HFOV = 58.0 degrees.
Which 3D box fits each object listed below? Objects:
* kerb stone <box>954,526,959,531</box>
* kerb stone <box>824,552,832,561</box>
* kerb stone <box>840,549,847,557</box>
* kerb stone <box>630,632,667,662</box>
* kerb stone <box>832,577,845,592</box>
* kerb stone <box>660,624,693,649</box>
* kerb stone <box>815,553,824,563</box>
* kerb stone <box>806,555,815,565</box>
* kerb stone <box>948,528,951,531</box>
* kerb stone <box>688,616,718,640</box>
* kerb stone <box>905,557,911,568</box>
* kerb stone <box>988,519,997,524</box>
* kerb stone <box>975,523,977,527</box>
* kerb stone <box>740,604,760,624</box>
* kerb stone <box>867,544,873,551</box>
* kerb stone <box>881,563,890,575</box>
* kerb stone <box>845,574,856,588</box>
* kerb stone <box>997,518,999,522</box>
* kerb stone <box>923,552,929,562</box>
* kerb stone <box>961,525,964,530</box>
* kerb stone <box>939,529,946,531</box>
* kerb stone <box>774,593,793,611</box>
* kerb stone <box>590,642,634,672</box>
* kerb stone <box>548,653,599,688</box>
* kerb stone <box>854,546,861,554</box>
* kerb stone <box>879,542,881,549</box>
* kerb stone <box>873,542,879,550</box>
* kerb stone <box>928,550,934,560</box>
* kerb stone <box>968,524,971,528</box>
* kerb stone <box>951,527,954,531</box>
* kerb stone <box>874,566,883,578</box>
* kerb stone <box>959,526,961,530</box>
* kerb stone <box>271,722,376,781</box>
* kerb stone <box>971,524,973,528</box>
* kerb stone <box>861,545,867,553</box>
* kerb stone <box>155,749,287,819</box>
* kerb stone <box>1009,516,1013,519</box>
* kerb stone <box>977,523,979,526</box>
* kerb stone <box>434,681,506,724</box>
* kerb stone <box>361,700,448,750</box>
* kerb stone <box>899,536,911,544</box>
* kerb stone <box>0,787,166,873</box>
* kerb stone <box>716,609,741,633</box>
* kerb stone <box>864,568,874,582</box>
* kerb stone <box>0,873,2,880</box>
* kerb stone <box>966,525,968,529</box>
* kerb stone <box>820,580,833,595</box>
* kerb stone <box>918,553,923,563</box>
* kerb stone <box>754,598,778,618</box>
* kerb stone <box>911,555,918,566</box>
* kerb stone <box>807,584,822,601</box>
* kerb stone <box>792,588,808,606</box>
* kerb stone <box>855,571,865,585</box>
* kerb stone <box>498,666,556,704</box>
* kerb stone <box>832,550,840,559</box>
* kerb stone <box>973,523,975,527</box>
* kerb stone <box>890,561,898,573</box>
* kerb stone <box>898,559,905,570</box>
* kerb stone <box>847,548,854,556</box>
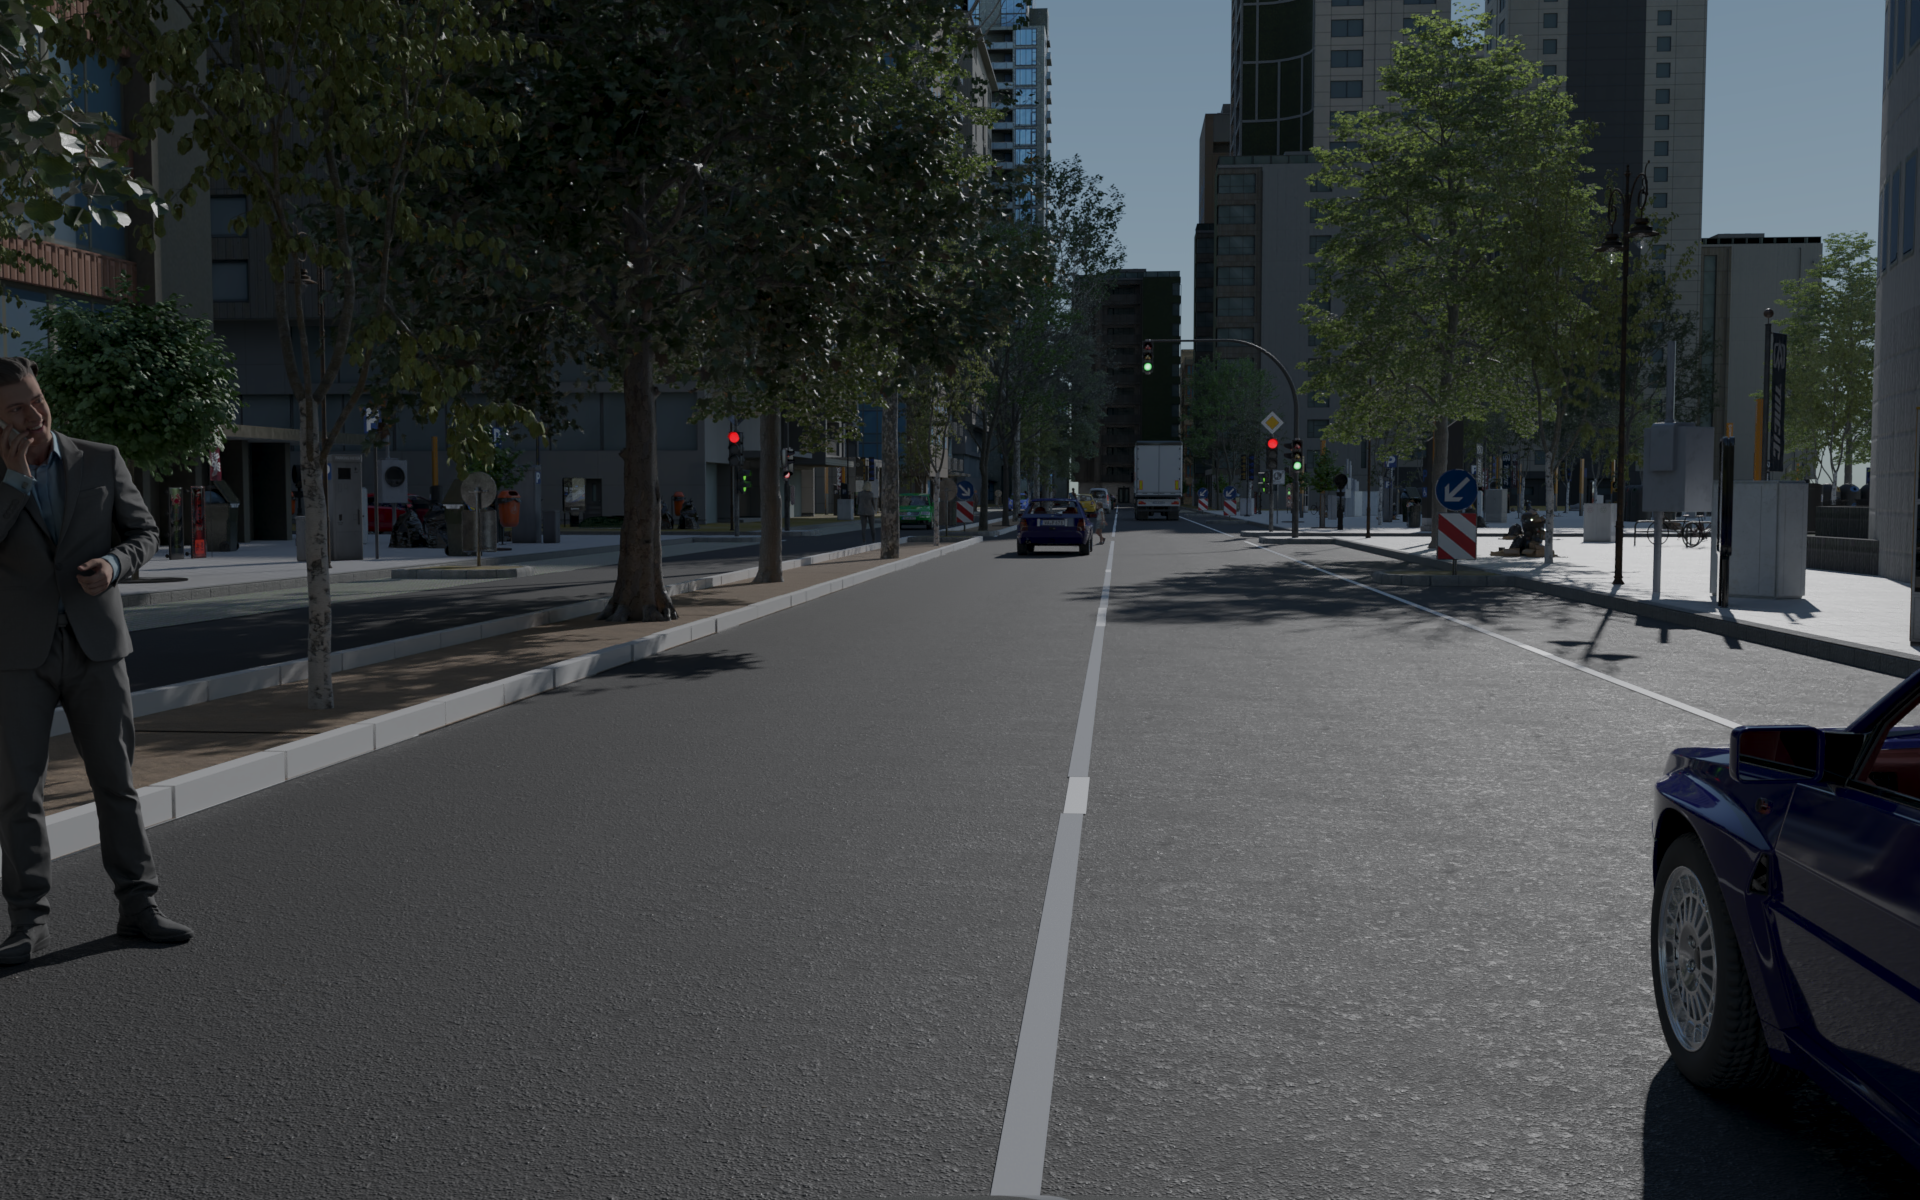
[{"bbox_3d":[-0.250,-2.680,66.022,0.120,0.150,1.000,0,4,5],"label":"kerb stone"},{"bbox_3d":[-2.929,-0.901,36.931,0.120,0.150,1.000,0,4,5],"label":"kerb stone"},{"bbox_3d":[-2.747,-1.027,38.983,0.120,0.150,1.000,0,4,5],"label":"kerb stone"},{"bbox_3d":[-2.800,0.424,15.302,0.120,0.150,1.000,0,4,5],"label":"kerb stone"},{"bbox_3d":[-1.874,-0.203,25.512,0.120,0.150,1.000,0,4,5],"label":"kerb stone"},{"bbox_3d":[-2.720,0.359,16.329,0.120,0.150,1.000,0,4,5],"label":"kerb stone"},{"bbox_3d":[-3.017,-0.839,35.913,0.120,0.150,1.000,0,4,5],"label":"kerb stone"},{"bbox_3d":[-3.120,-0.777,34.896,0.120,0.150,1.000,0,4,5],"label":"kerb stone"},{"bbox_3d":[-0.535,-2.493,62.953,0.120,0.150,1.000,0,4,5],"label":"kerb stone"},{"bbox_3d":[-2.623,0.297,17.348,0.120,0.150,1.000,0,4,5],"label":"kerb stone"},{"bbox_3d":[-1.113,-0.699,33.686,0.120,0.150,1.000,0,4,5],"label":"kerb stone"},{"bbox_3d":[1.637,-3.929,86.458,0.120,0.150,1.000,0,4,5],"label":"kerb stone"},{"bbox_3d":[0.507,-3.179,74.197,0.120,0.150,1.000,0,4,5],"label":"kerb stone"},{"bbox_3d":[-2.431,0.179,19.388,0.120,0.150,1.000,0,4,5],"label":"kerb stone"},{"bbox_3d":[-2.365,-1.276,43.064,0.120,0.150,1.000,0,4,5],"label":"kerb stone"},{"bbox_3d":[-1.400,-0.515,30.614,0.120,0.150,1.000,0,4,5],"label":"kerb stone"},{"bbox_3d":[-1.773,-0.266,26.537,0.120,0.150,1.000,0,4,5],"label":"kerb stone"},{"bbox_3d":[1.724,-3.993,87.481,0.120,0.150,1.000,0,4,5],"label":"kerb stone"},{"bbox_3d":[-0.831,-0.890,36.746,0.120,0.150,1.000,0,4,5],"label":"kerb stone"},{"bbox_3d":[-0.060,-2.806,68.067,0.120,0.150,1.000,0,4,5],"label":"kerb stone"},{"bbox_3d":[-0.619,-2.431,61.935,0.120,0.150,1.000,0,4,5],"label":"kerb stone"},{"bbox_3d":[-2.250,0.046,21.436,0.120,0.150,1.000,0,4,5],"label":"kerb stone"},{"bbox_3d":[-2.911,0.485,14.274,0.120,0.150,1.000,0,4,5],"label":"kerb stone"},{"bbox_3d":[-2.991,0.547,13.255,0.120,0.150,1.000,0,4,5],"label":"kerb stone"},{"bbox_3d":[-2.549,-1.152,41.027,0.120,0.150,1.000,0,4,5],"label":"kerb stone"},{"bbox_3d":[-2.171,-1.401,45.105,0.120,0.150,1.000,0,4,5],"label":"kerb stone"},{"bbox_3d":[-2.263,-1.339,44.087,0.120,0.150,1.000,0,4,5],"label":"kerb stone"},{"bbox_3d":[-0.739,-0.947,37.765,0.120,0.150,1.000,0,4,5],"label":"kerb stone"},{"bbox_3d":[0.228,-2.993,71.135,0.120,0.150,1.000,0,4,5],"label":"kerb stone"},{"bbox_3d":[-0.437,-2.555,63.971,0.120,0.150,1.000,0,4,5],"label":"kerb stone"},{"bbox_3d":[-1.494,-0.447,29.597,0.120,0.150,1.000,0,4,5],"label":"kerb stone"},{"bbox_3d":[-0.153,-2.743,67.046,0.120,0.150,1.000,0,4,5],"label":"kerb stone"},{"bbox_3d":[-3.374,0.798,9.156,0.120,0.150,1.000,0,4,5],"label":"kerb stone"},{"bbox_3d":[0.320,-3.056,72.158,0.120,0.150,1.000,0,4,5],"label":"kerb stone"},{"bbox_3d":[-2.451,-1.214,42.046,0.120,0.150,1.000,0,4,5],"label":"kerb stone"},{"bbox_3d":[-3.466,0.861,8.124,0.120,0.150,1.000,0,4,5],"label":"kerb stone"},{"bbox_3d":[3.139,-4.929,102.778,0.120,0.150,1.000,0,4,5],"label":"kerb stone"},{"bbox_3d":[0.597,-3.237,75.221,0.120,0.150,1.000,0,4,5],"label":"kerb stone"},{"bbox_3d":[-3.190,0.672,11.206,0.120,0.150,1.000,0,4,5],"label":"kerb stone"},{"bbox_3d":[-3.278,0.735,10.180,0.120,0.150,1.000,0,4,5],"label":"kerb stone"},{"bbox_3d":[-1.619,-1.776,51.227,0.120,0.150,1.000,0,4,5],"label":"kerb stone"},{"bbox_3d":[-3.564,0.925,7.107,0.120,0.150,1.000,0,4,5],"label":"kerb stone"},{"bbox_3d":[-2.515,0.234,18.364,0.120,0.150,1.000,0,4,5],"label":"kerb stone"},{"bbox_3d":[-1.588,-0.390,28.576,0.120,0.150,1.000,0,4,5],"label":"kerb stone"},{"bbox_3d":[-3.657,0.985,6.089,0.120,0.150,1.000,0,4,5],"label":"kerb stone"},{"bbox_3d":[0.119,-2.930,70.108,0.120,0.150,1.000,0,4,5],"label":"kerb stone"},{"bbox_3d":[-1.973,-0.140,24.491,0.120,0.150,1.000,0,4,5],"label":"kerb stone"},{"bbox_3d":[-0.930,-0.827,35.723,0.120,0.150,1.000,0,4,5],"label":"kerb stone"},{"bbox_3d":[-2.339,0.109,20.416,0.120,0.150,1.000,0,4,5],"label":"kerb stone"},{"bbox_3d":[-1.016,-0.761,34.703,0.120,0.150,1.000,0,4,5],"label":"kerb stone"},{"bbox_3d":[-2.051,-0.078,23.471,0.120,0.150,1.000,0,4,5],"label":"kerb stone"},{"bbox_3d":[-2.148,-0.014,22.453,0.120,0.150,1.000,0,4,5],"label":"kerb stone"},{"bbox_3d":[-1.678,-0.328,27.555,0.120,0.150,1.000,0,4,5],"label":"kerb stone"},{"bbox_3d":[-3.096,0.612,12.236,0.120,0.150,1.000,0,4,5],"label":"kerb stone"},{"bbox_3d":[-2.827,-0.962,37.948,0.120,0.150,1.000,0,4,5],"label":"kerb stone"},{"bbox_3d":[0.415,-3.116,73.178,0.120,0.150,1.000,0,4,5],"label":"kerb stone"},{"bbox_3d":[-1.306,-0.577,31.637,0.120,0.150,1.000,0,4,5],"label":"kerb stone"},{"bbox_3d":[-1.209,-0.635,32.657,0.120,0.150,1.000,0,4,5],"label":"kerb stone"},{"bbox_3d":[-2.641,-1.088,40.003,0.120,0.150,1.000,0,4,5],"label":"kerb stone"}]
